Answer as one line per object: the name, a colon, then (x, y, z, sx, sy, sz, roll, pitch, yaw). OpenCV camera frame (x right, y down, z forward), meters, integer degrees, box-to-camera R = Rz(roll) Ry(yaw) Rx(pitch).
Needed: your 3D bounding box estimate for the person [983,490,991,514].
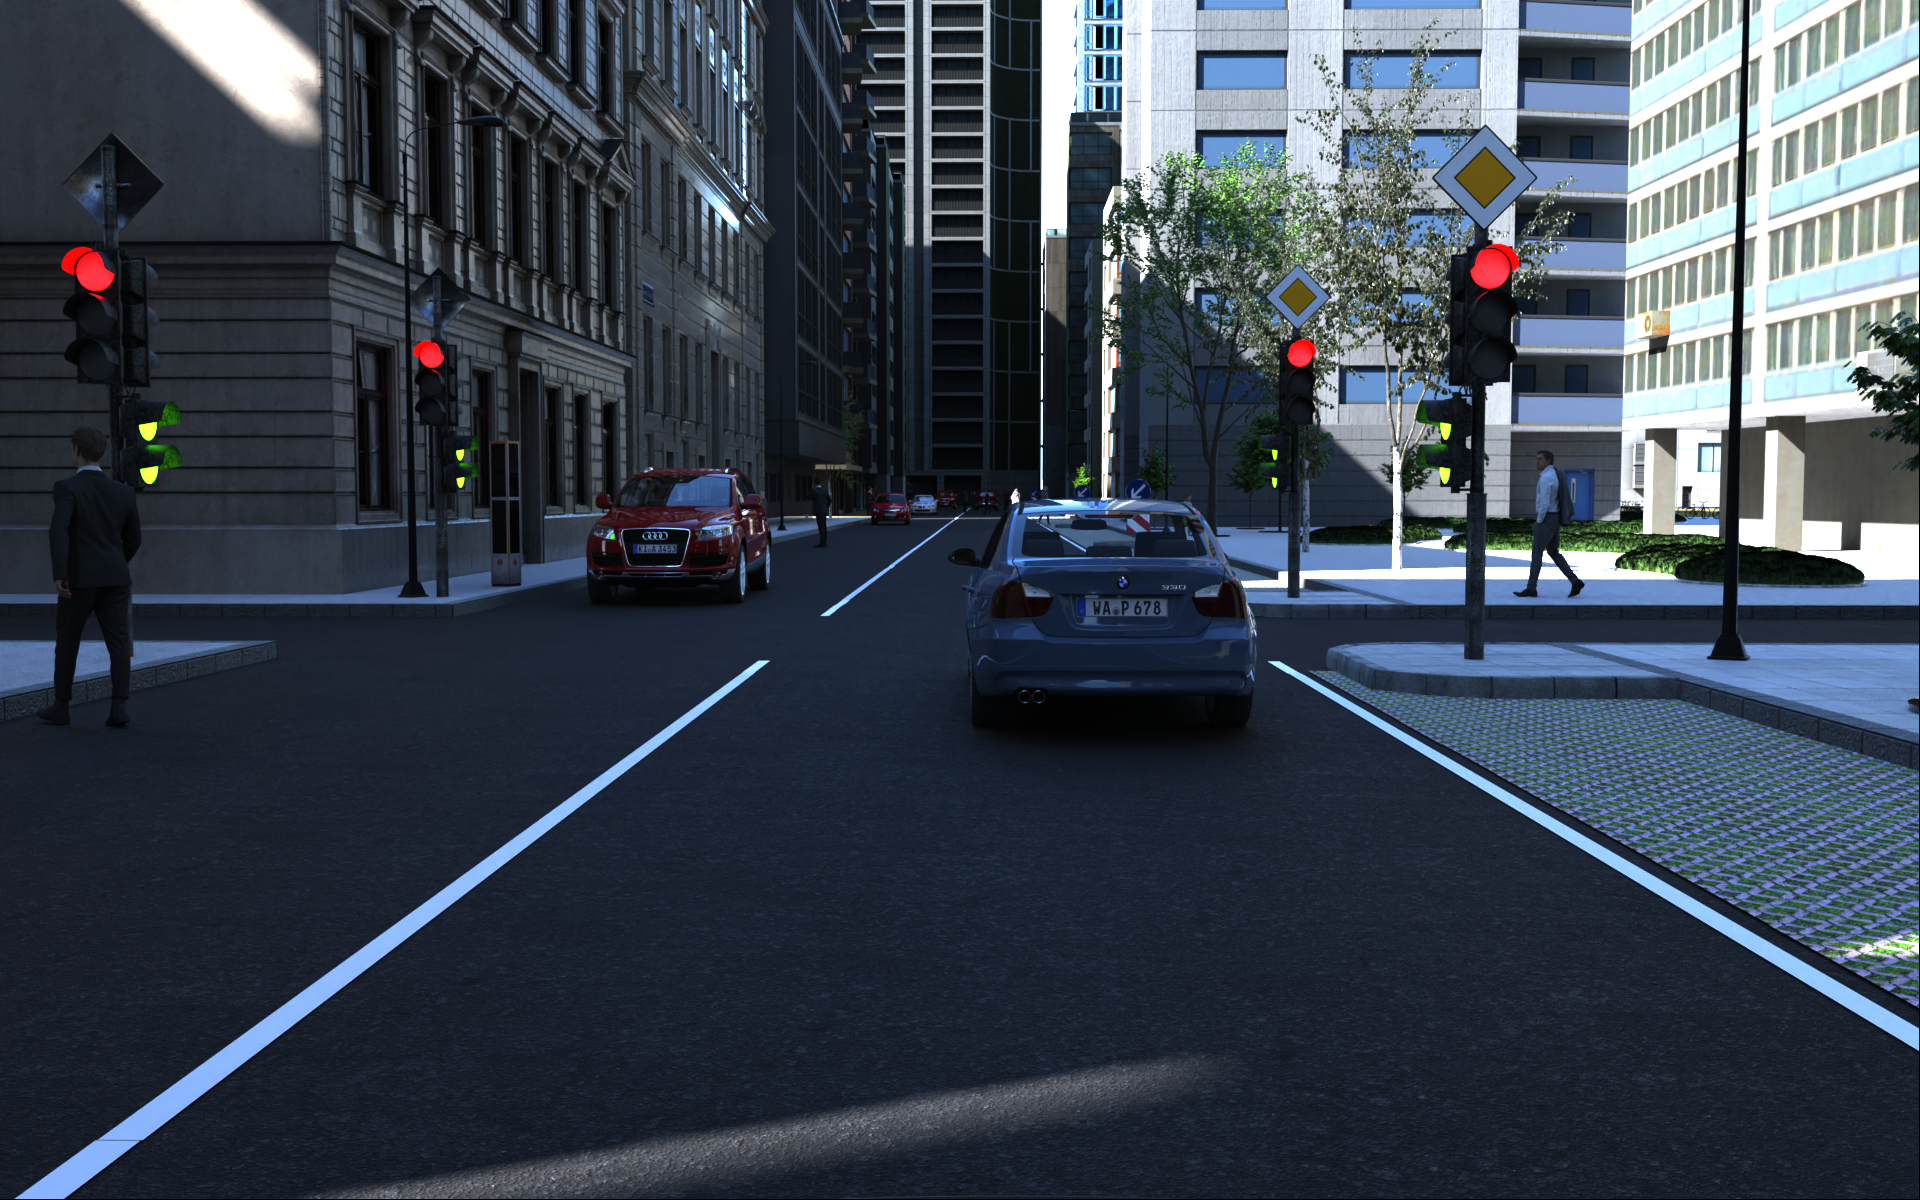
person: (1.902, -6.976, 123.477, 0.530, 1.710, 0.541, -1, 4, -12)

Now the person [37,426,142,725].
person: (-5.428, -0.150, 10.731, 0.755, 1.850, 0.659, 3, 4, 36)

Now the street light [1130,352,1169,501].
street light: (6.243, -5.149, 56.722, 1.470, 5.913, 1.316, 0, 4, 1)

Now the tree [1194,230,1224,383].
tree: (7.413, -5.357, 37.950, 4.360, 8.622, 3.978, 0, 3, 0)

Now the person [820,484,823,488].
person: (-7.627, -5.433, 94.884, 0.555, 1.821, 0.388, 0, 4, 3)

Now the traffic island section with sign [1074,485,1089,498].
traffic island section with sign: (5.033, -3.957, 73.324, 1.989, 1.847, 2.006, 0, 4, 1)

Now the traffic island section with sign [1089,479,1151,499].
traffic island section with sign: (4.565, -2.289, 46.061, 1.989, 1.847, 2.006, 0, 4, 1)

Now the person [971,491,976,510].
person: (1.154, -8.932, 155.337, 0.742, 1.727, 0.445, 3, 5, 39)

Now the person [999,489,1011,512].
person: (3.766, -8.063, 140.267, 1.348, 1.831, 0.705, 0, 4, -1)

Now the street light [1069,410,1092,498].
street light: (6.754, -7.558, 96.114, 1.470, 5.913, 1.316, 0, 4, 1)

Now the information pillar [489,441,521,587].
information pillar: (-6.322, -1.198, 24.082, 0.304, 2.012, 0.304, 1, 4, 20)

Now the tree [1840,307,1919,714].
tree: (5.991, -0.945, 10.059, 1.663, 3.219, 1.824, 0, 3, 0)

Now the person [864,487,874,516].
person: (-5.306, -5.789, 101.493, 0.445, 1.727, 0.742, 2, 4, 24)

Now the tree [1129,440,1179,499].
tree: (7.040, -4.138, 62.265, 1.663, 3.219, 1.824, 0, 3, 0)

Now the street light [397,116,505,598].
street light: (-6.290, -2.991, 21.439, 1.470, 5.913, 1.316, 0, 4, 1)

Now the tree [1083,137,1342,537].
tree: (7.516, -7.707, 51.771, 9.928, 11.665, 9.643, 0, 3, 0)

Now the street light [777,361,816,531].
street light: (-5.729, -5.397, 60.788, 1.470, 5.913, 1.316, 0, 4, 1)

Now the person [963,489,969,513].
person: (0.442, -7.667, 133.946, 0.705, 1.812, 1.348, 1, 4, 10)

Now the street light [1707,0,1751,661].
street light: (5.450, -2.495, 13.331, 1.470, 5.913, 1.316, 0, 4, 1)

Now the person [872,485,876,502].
person: (-5.343, -6.249, 108.173, 0.705, 1.831, 1.348, 0, 4, -2)

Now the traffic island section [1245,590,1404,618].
traffic island section: (4.156, 0.050, 21.466, 2.009, 0.180, 2.903, 0, 4, 1)

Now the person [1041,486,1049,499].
person: (3.750, -4.207, 77.466, 0.728, 1.800, 0.709, -2, 4, -29)

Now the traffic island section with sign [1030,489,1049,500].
traffic island section with sign: (5.889, -7.053, 123.945, 1.989, 1.847, 2.006, 0, 4, 1)

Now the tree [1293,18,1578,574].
tree: (7.141, -4.707, 27.321, 4.360, 8.622, 3.978, 0, 3, 0)

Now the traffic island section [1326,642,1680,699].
traffic island section: (4.022, 0.538, 13.482, 2.009, 0.180, 2.903, 0, 4, 1)

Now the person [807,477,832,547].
person: (-3.815, -2.381, 46.785, 0.474, 1.900, 0.648, 3, 4, 36)

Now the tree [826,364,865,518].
tree: (-6.944, -8.692, 92.477, 4.737, 8.622, 4.395, 0, 3, 0)

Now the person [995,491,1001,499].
person: (3.518, -10.021, 173.064, 1.217, 1.735, 0.721, 0, 4, 6)

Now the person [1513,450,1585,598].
person: (7.331, -0.940, 21.506, 0.850, 1.850, 0.679, 2, 4, 32)

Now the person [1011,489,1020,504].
person: (3.294, -5.681, 102.057, 0.551, 1.740, 0.621, -2, 4, -32)

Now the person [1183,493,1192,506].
person: (6.982, -2.646, 53.553, 0.590, 1.304, 0.306, 3, 5, 44)
